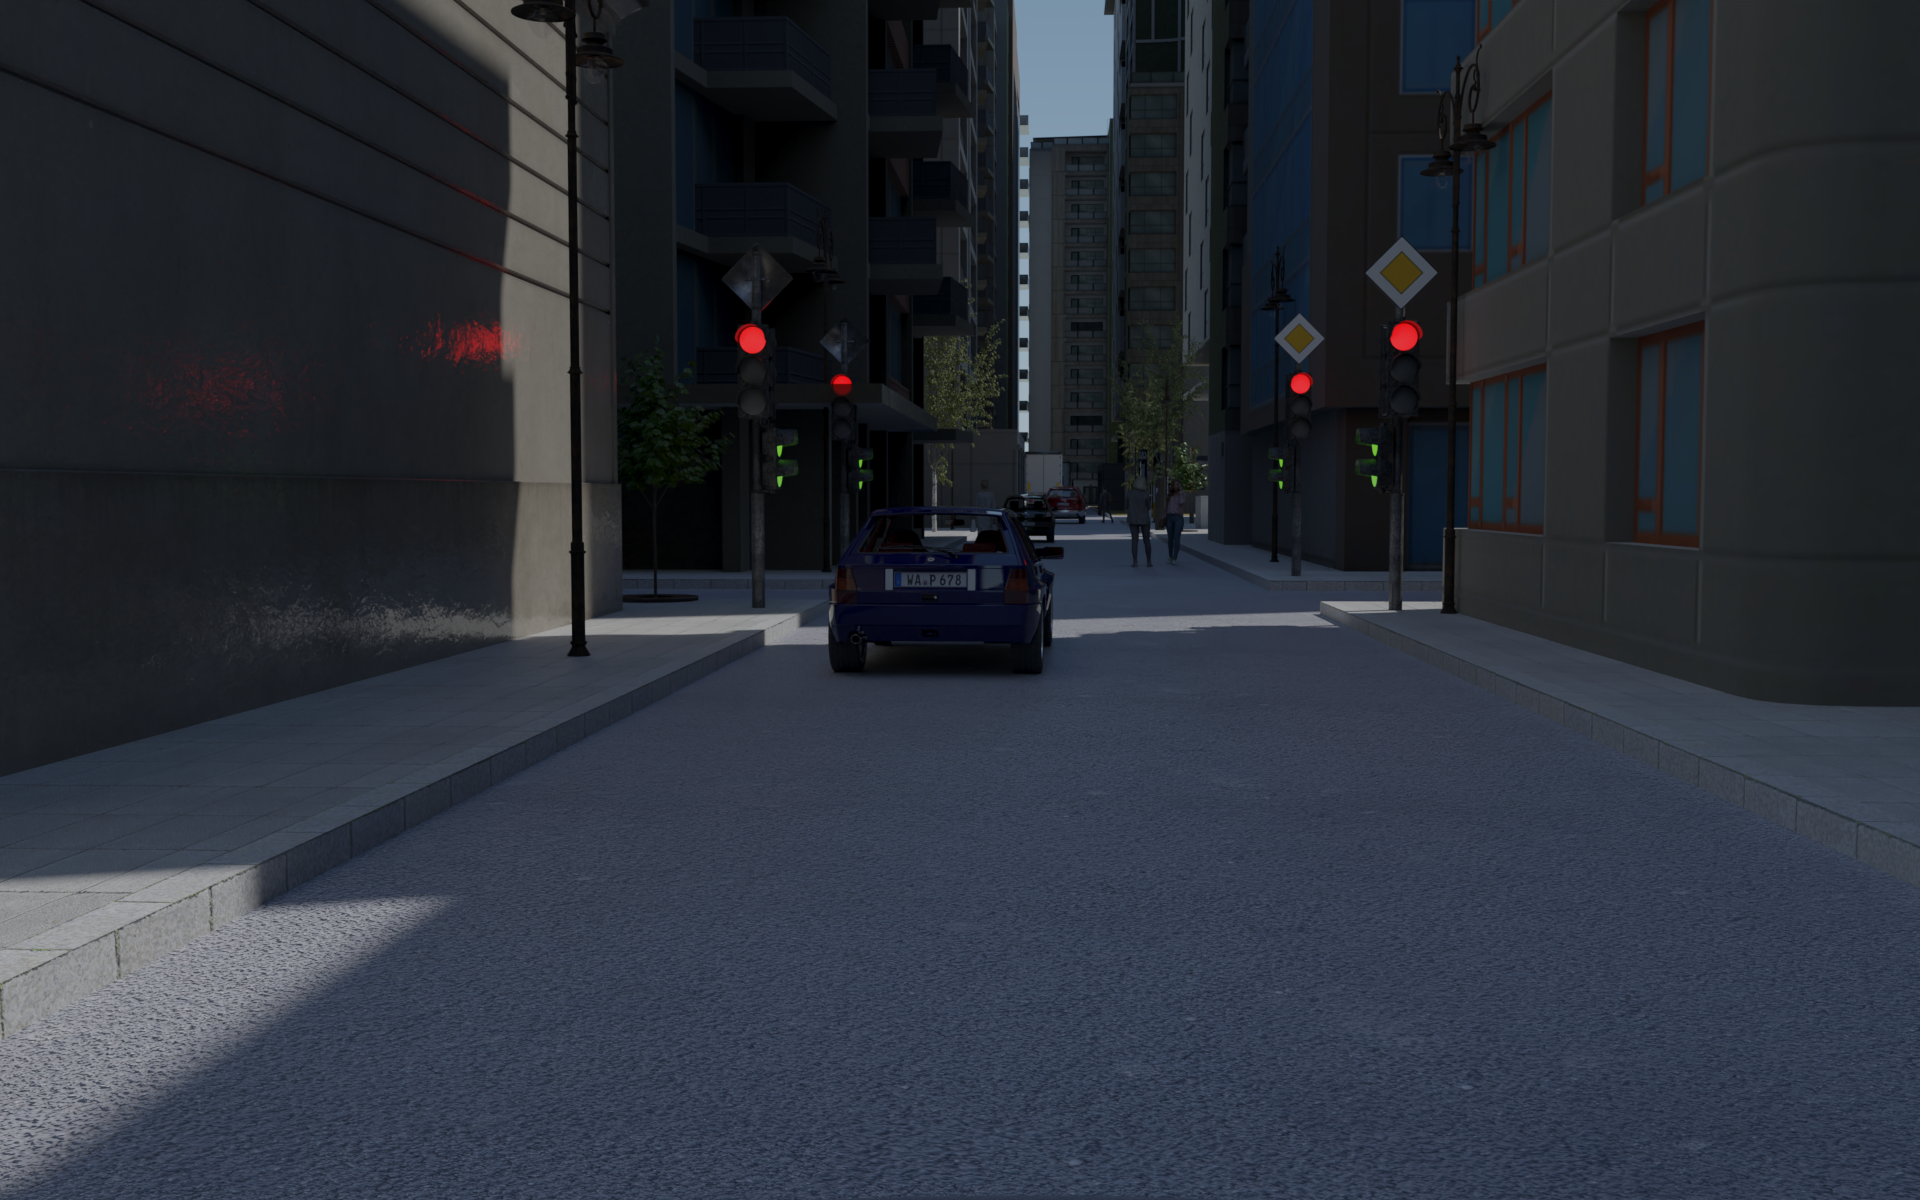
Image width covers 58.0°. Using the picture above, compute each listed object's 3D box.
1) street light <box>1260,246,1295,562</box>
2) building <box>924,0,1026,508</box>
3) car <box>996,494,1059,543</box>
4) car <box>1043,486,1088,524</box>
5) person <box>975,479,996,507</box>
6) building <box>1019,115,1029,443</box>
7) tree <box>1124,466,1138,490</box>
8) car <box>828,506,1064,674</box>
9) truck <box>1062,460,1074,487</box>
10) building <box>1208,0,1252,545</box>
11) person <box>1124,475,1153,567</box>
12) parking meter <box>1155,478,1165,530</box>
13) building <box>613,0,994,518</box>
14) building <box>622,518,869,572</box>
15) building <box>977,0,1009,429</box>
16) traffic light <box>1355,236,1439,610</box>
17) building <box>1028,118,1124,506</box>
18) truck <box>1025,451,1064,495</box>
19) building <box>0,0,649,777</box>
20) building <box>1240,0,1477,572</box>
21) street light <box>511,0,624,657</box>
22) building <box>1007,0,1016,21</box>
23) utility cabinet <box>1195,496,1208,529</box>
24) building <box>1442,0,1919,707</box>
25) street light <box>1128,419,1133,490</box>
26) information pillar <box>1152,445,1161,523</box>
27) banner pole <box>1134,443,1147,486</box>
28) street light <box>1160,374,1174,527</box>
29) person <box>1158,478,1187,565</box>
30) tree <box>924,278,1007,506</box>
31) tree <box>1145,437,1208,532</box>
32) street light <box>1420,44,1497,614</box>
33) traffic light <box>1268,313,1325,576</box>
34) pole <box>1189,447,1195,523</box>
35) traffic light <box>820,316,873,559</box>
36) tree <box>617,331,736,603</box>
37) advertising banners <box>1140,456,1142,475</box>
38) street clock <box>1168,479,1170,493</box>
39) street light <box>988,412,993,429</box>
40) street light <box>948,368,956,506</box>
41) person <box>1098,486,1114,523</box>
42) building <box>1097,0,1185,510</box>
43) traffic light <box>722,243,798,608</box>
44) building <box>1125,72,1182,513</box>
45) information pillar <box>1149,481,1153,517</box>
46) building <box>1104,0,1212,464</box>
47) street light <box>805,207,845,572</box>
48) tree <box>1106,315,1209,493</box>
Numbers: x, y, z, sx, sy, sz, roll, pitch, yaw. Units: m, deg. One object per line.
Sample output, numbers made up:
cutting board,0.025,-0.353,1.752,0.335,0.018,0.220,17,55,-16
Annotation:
street light,5.931,-3.651,32.488,0.468,5.910,1.993,0,4,3
building,-7.443,-38.888,74.071,20.563,71.187,20.611,0,4,3
car,2.011,-2.618,52.585,2.009,1.686,4.222,0,4,2
car,5.136,-4.664,84.937,2.281,1.827,5.304,0,4,5
person,0.565,-1.996,41.494,0.694,1.780,0.624,0,4,7
building,-7.399,-35.337,197.367,30.456,49.044,23.786,0,4,3
tree,11.831,-7.372,115.128,1.663,3.219,1.824,0,3,0
car,-0.074,-0.161,15.211,1.945,1.354,3.894,0,4,5
truck,8.319,-9.847,149.912,2.839,4.237,11.283,0,4,5
building,14.063,-16.977,49.270,14.160,30.474,14.107,0,4,3
person,3.511,-1.554,34.094,0.537,1.800,0.526,1,4,21
parking meter,7.084,-3.403,61.354,0.255,1.863,0.399,-1,4,-17
building,-9.026,-28.278,116.964,22.147,44.769,28.867,0,4,3
building,-11.090,-23.619,40.802,22.147,44.769,28.867,0,4,3
building,-3.346,-27.839,138.766,14.154,41.232,14.086,0,4,3
traffic light,4.796,-1.842,19.037,0.839,4.253,0.868,0,4,3
building,14.582,-31.086,191.846,14.086,41.232,14.154,0,4,3
truck,5.740,-7.955,118.980,2.839,4.237,11.283,0,4,3
building,-18.333,-10.927,11.937,30.059,22.955,16.112,0,4,3
building,13.409,-23.444,33.421,14.200,45.320,14.600,0,4,3
street light,-3.023,-2.493,13.555,0.468,5.910,1.993,0,4,3
building,-2.090,-30.740,152.710,14.600,45.320,14.200,0,4,3
utility cabinet,9.215,-3.259,64.442,1.020,1.237,0.306,-2,4,-35
building,18.396,-9.697,3.585,27.650,21.520,28.899,0,4,3
street light,9.912,-7.862,101.326,0.468,5.910,1.993,0,4,3
information pillar,8.800,-5.267,77.466,0.183,3.616,0.504,3,5,42
banner pole,8.812,-5.809,84.990,0.863,3.779,0.401,2,4,28
street light,7.970,-5.756,66.897,0.468,5.910,1.993,0,4,3
person,4.364,-1.607,35.360,0.593,1.750,0.643,2,4,27
tree,-0.628,-6.599,58.252,4.737,8.622,4.395,0,3,0
tree,7.563,-3.933,58.900,1.663,3.219,1.824,0,3,0
street light,5.252,-2.792,18.431,0.468,5.910,1.993,0,4,3
traffic light,5.245,-2.330,27.010,0.839,4.253,0.868,0,4,3
pole,10.125,-5.001,75.605,0.158,3.312,0.155,0,3,0
traffic light,-1.806,-2.353,27.389,0.839,4.253,0.868,0,4,3
tree,-3.650,-1.594,20.663,1.663,3.219,1.824,0,3,0
advertising banners,8.252,-5.026,78.365,0.090,3.025,2.074,0,4,1
street clock,9.777,-4.688,81.224,0.471,2.002,0.358,3,5,42
street light,1.721,-7.611,97.227,0.468,5.910,1.993,0,4,3
street light,-0.277,-5.492,62.575,0.468,5.910,1.993,0,4,3
person,7.213,-4.722,85.665,0.622,1.834,0.822,-2,4,-26
building,21.597,-42.792,137.905,20.563,71.187,20.611,0,4,3
traffic light,-2.255,-1.865,19.417,0.839,4.253,0.868,0,4,3
building,18.646,-21.423,121.959,14.160,30.474,14.107,0,4,3
information pillar,10.628,-5.566,95.495,0.304,2.012,0.304,-1,4,-19
building,28.117,-35.040,162.148,28.713,52.752,27.495,0,4,3
street light,-2.188,-3.393,28.269,0.468,5.910,1.993,0,4,3
tree,8.225,-7.365,70.782,4.737,8.622,4.395,0,3,0
